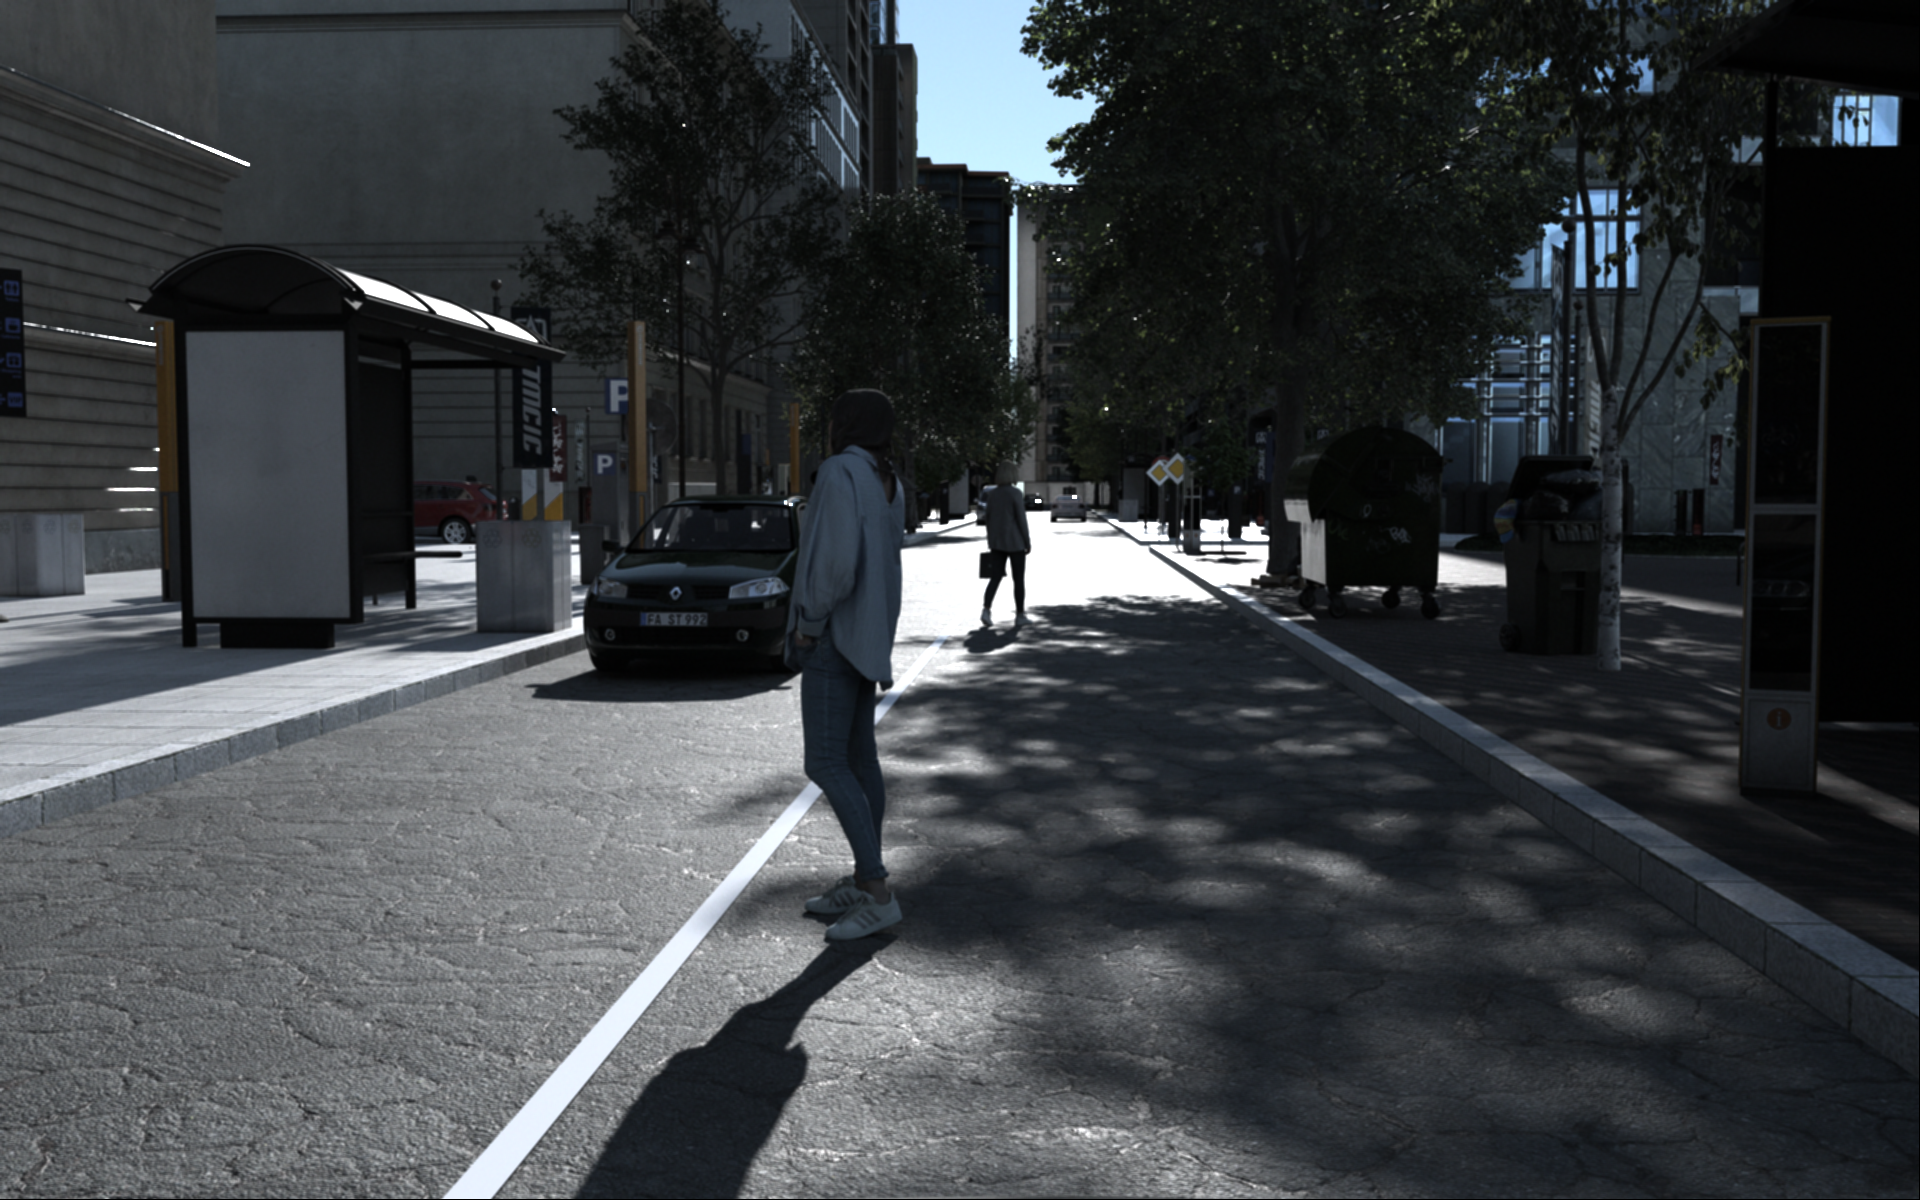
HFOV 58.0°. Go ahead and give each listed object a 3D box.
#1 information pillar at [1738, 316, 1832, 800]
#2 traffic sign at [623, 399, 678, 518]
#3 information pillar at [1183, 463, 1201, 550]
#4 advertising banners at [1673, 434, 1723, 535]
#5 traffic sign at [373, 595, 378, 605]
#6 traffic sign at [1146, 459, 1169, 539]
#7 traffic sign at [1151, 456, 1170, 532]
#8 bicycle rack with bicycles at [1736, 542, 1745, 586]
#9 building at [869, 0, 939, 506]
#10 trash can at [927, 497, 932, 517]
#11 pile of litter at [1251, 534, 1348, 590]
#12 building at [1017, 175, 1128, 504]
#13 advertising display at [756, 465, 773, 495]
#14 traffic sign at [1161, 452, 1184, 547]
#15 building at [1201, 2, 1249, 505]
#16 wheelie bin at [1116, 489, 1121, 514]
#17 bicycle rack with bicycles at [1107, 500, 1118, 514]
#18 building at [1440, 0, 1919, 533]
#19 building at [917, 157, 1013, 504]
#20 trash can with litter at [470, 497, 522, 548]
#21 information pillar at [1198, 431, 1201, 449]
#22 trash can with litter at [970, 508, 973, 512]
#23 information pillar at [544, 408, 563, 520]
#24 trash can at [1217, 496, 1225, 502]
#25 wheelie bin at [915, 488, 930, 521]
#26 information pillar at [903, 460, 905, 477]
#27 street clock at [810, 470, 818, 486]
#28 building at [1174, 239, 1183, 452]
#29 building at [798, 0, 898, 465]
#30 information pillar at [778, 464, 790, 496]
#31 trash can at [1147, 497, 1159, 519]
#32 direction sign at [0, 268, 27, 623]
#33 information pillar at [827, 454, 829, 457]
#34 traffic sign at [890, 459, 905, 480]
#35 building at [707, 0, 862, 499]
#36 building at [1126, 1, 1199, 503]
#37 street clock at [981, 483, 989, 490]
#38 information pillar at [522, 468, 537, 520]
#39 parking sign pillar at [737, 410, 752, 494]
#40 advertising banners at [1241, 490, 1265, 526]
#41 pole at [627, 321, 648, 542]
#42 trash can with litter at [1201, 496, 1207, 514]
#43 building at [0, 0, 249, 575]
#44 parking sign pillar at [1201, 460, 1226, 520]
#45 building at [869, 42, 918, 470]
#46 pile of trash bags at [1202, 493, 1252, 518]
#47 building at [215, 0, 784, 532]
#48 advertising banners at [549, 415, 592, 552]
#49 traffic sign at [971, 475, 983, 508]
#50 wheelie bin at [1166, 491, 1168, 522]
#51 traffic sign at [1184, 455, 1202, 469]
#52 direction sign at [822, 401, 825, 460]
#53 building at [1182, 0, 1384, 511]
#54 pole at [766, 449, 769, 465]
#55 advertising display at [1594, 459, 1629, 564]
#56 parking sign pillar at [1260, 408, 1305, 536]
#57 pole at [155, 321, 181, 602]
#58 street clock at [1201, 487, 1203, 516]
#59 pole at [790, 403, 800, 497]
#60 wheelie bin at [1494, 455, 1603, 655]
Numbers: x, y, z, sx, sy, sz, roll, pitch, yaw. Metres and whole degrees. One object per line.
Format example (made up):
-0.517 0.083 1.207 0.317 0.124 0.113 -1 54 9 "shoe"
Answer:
3.507 -0.176 7.376 0.304 2.012 0.304 2 4 25 "information pillar"
-4.143 -1.411 23.174 0.768 2.556 0.104 1 4 11 "traffic sign"
5.317 -2.153 39.693 0.304 2.012 0.304 -3 4 -37 "information pillar"
22.047 -3.397 51.729 0.090 3.025 2.074 -1 4 -14 "advertising banners"
-6.771 -1.093 19.993 0.606 2.300 0.079 0 4 5 "traffic sign"
5.698 -2.806 49.522 0.795 2.450 0.064 0 4 3 "traffic sign"
6.791 -3.547 58.096 0.768 2.556 0.104 0 4 4 "traffic sign"
12.320 -0.647 23.962 2.925 0.926 2.852 -2 4 -34 "bicycle rack with bicycles"
-18.530 -53.129 181.337 31.000 86.520 22.319 0 4 3 "building"
-1.928 -5.259 97.643 0.748 1.137 0.748 0 3 0 "trash can"
4.682 -0.609 23.922 1.176 0.858 1.719 0 4 -8 "pile of litter"
14.292 -32.951 222.338 14.086 41.232 14.154 0 4 3 "building"
-4.325 -2.032 38.445 0.123 1.923 0.974 1 4 9 "advertising display"
5.215 -2.319 41.552 0.795 2.450 0.064 0 4 3 "traffic sign"
31.316 -29.738 140.839 22.147 44.769 28.867 0 4 3 "building"
10.685 -6.456 113.463 0.693 1.594 0.980 3 5 40 "wheelie bin"
10.795 -6.005 111.557 2.852 0.926 2.925 0 4 -5 "bicycle rack with bicycles"
30.922 -45.996 64.703 31.000 86.520 22.319 0 4 3 "building"
-7.655 -35.075 228.104 28.867 44.769 22.147 0 4 3 "building"
-10.432 -1.816 40.755 1.678 1.210 2.233 -3 4 -37 "trash can with litter"
8.860 -4.457 64.222 0.183 3.616 0.504 1 4 9 "information pillar"
0.342 -6.784 122.313 1.055 1.170 0.624 -1 4 -19 "trash can with litter"
-10.203 -3.181 43.366 0.504 3.616 0.183 1 4 15 "information pillar"
17.489 -6.402 116.328 0.748 1.137 0.748 0 3 0 "trash can"
-1.888 -4.528 81.933 0.980 1.594 0.693 1 4 20 "wheelie bin"
-3.066 -6.651 100.095 0.504 3.616 0.183 0 4 8 "information pillar"
-4.336 -2.976 53.224 0.471 2.002 0.358 1 4 14 "street clock"
29.822 -25.245 184.452 14.160 30.474 14.107 0 4 3 "building"
-15.519 -42.615 135.009 20.563 71.187 20.611 0 4 3 "building"
-4.220 -2.312 42.300 0.304 2.012 0.304 -3 5 -43 "information pillar"
10.001 -4.791 89.980 0.748 1.137 0.748 0 3 0 "trash can"
-9.737 -1.544 17.240 0.379 3.537 0.876 3 4 36 "direction sign"
-6.466 -5.714 84.773 0.183 3.616 0.504 0 4 -5 "information pillar"
-1.981 -2.836 50.007 0.795 2.450 0.064 0 4 3 "traffic sign"
-13.065 -19.877 102.483 11.434 29.767 29.804 0 4 3 "building"
31.806 -48.035 223.622 20.611 71.187 20.563 0 4 3 "building"
1.588 -6.455 110.103 0.471 2.002 0.358 -2 4 -35 "street clock"
-14.370 -4.058 57.700 0.504 3.616 0.183 -1 4 -18 "information pillar"
-7.035 -4.146 56.266 1.447 3.967 1.447 0 4 -8 "parking sign pillar"
11.992 -4.458 69.074 0.090 3.025 2.074 -3 5 -44 "advertising banners"
-3.822 -1.633 20.539 0.158 3.312 0.155 0 3 0 "pole"
14.641 -5.551 102.146 0.624 1.170 1.055 -1 4 -18 "trash can with litter"
-30.774 -12.756 27.648 34.723 24.649 14.460 0 4 3 "building"
12.747 -6.057 87.497 1.447 3.967 1.447 1 4 14 "parking sign pillar"
-11.298 -28.716 153.104 14.154 41.232 14.086 0 4 3 "building"
14.587 -5.117 93.422 1.912 1.369 3.447 -2 4 -32 "pile of trash bags"
-17.780 -14.664 73.045 16.112 22.955 30.059 0 4 3 "building"
-8.161 -2.576 38.298 2.074 3.025 0.090 0 4 -3 "advertising banners"
1.124 -6.983 114.285 0.768 2.556 0.104 0 4 5 "traffic sign"
9.733 -4.371 79.375 0.980 1.594 0.693 2 4 33 "wheelie bin"
7.336 -3.318 54.351 0.768 2.556 0.104 1 4 10 "traffic sign"
-3.371 -3.104 42.744 0.379 3.537 0.876 0 4 -8 "direction sign"
32.898 -33.160 165.861 21.300 48.544 21.600 0 4 3 "building"
-8.745 -5.193 78.750 0.158 3.312 0.155 0 3 0 "pole"
12.143 -1.660 32.354 0.123 1.923 0.974 -1 4 -12 "advertising display"
10.065 -3.991 53.720 1.447 3.967 1.447 -2 4 -35 "parking sign pillar"
-9.393 -1.634 20.553 0.158 3.312 0.155 0 3 0 "pole"
14.057 -5.913 101.241 0.358 2.002 0.471 0 4 5 "street clock"
-3.714 -2.759 38.957 0.158 3.312 0.155 0 3 0 "pole"
4.837 -0.373 13.999 0.980 1.594 0.693 -1 4 -13 "wheelie bin"
